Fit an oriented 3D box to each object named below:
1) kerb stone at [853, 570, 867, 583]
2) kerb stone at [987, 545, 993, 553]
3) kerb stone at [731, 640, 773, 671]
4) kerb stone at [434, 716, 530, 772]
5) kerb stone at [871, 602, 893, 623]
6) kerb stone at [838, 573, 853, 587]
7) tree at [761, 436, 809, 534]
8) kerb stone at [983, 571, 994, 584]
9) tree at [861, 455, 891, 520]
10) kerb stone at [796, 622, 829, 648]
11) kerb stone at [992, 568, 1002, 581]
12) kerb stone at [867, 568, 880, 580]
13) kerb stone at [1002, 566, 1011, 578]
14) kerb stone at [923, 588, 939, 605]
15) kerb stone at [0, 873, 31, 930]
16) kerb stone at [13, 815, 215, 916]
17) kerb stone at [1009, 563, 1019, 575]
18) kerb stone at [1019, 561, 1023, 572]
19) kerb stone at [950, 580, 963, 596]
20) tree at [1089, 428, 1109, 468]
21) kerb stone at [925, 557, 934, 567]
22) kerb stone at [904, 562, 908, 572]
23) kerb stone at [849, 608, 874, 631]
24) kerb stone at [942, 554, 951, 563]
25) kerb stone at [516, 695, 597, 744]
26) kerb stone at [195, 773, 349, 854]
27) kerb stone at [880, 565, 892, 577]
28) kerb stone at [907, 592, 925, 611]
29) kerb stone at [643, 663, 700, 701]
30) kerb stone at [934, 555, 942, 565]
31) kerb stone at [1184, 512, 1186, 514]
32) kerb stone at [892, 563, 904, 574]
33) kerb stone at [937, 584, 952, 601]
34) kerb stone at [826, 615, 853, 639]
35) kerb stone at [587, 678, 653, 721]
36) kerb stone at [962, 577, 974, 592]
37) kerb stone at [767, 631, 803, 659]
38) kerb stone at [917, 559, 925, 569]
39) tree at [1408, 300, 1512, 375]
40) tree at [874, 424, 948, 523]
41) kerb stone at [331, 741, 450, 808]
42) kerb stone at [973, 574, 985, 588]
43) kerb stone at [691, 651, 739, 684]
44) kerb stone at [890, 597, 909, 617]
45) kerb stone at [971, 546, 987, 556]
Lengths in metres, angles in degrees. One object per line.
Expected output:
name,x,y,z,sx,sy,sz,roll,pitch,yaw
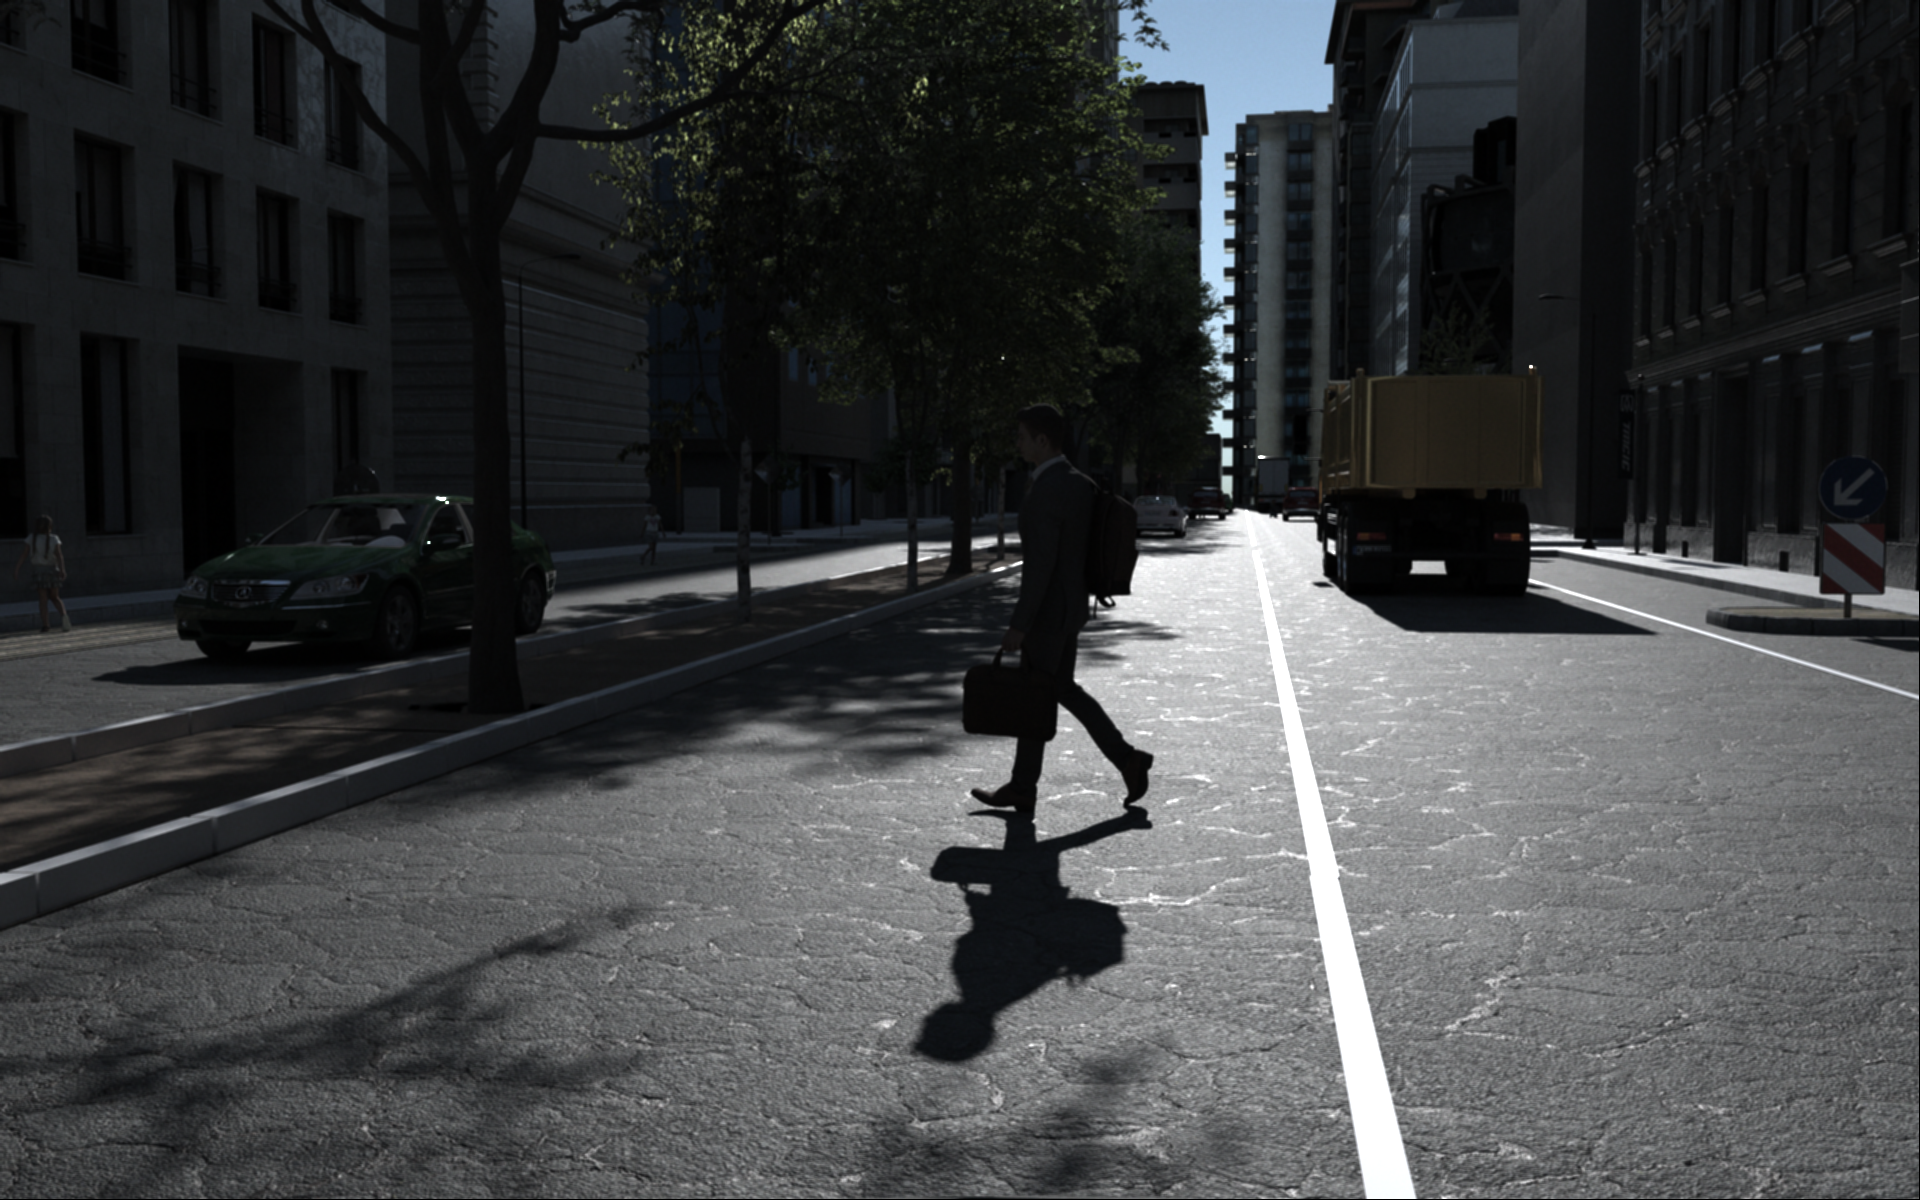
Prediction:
kerb stone,-1.712,-0.352,27.954,0.120,0.150,1.000,1,4,9
kerb stone,0.616,-1.216,42.127,0.120,0.150,1.000,1,4,9
kerb stone,-1.776,0.473,14.470,0.120,0.150,1.000,1,4,9
kerb stone,-2.611,0.782,9.410,0.120,0.150,1.000,1,4,9
kerb stone,-0.948,0.162,19.542,0.120,0.150,1.000,1,4,9
kerb stone,-1.872,-0.290,26.931,0.120,0.150,1.000,1,4,9
tree,-5.920,-3.719,55.412,1.663,3.219,1.824,0,3,0
kerb stone,0.370,-0.333,27.634,0.120,0.150,1.000,1,4,9
tree,-4.211,-5.603,86.202,1.663,3.219,1.824,0,3,0
kerb stone,-1.446,0.349,16.489,0.120,0.150,1.000,1,4,9
kerb stone,0.530,-0.394,28.643,0.120,0.150,1.000,1,4,9
kerb stone,-1.549,-0.410,28.963,0.120,0.150,1.000,1,4,9
kerb stone,0.703,-0.456,29.650,0.120,0.150,1.000,1,4,9
kerb stone,-0.457,-0.023,22.576,0.120,0.150,1.000,1,4,9
kerb stone,-3.263,1.029,5.371,0.120,0.150,1.000,1,4,9
kerb stone,-3.102,0.968,6.381,0.120,0.150,1.000,1,4,9
kerb stone,0.875,-0.518,30.667,0.120,0.150,1.000,1,4,9
kerb stone,1.030,-0.580,31.686,0.120,0.150,1.000,1,4,9
kerb stone,-0.128,-0.145,24.600,0.120,0.150,1.000,1,4,9
tree,13.729,-13.973,178.819,4.737,8.622,4.395,0,3,0
kerb stone,-0.711,-0.723,34.018,0.120,0.150,1.000,1,4,9
kerb stone,-1.039,-0.599,32.000,0.120,0.150,1.000,1,4,9
kerb stone,-1.110,0.225,18.524,0.120,0.150,1.000,1,4,9
kerb stone,-0.377,-0.843,36.046,0.120,0.150,1.000,1,4,9
kerb stone,-2.446,0.720,10.431,0.120,0.150,1.000,1,4,9
kerb stone,-2.929,0.906,7.388,0.120,0.150,1.000,1,4,9
kerb stone,-1.372,-0.476,29.975,0.120,0.150,1.000,1,4,9
kerb stone,-0.622,0.038,21.568,0.120,0.150,1.000,1,4,9
kerb stone,-2.102,0.596,12.452,0.120,0.150,1.000,1,4,9
kerb stone,-0.553,-0.785,35.028,0.120,0.150,1.000,1,4,9
kerb stone,15.989,-6.182,123.276,0.120,0.150,1.000,1,4,9
kerb stone,-1.212,-0.534,30.985,0.120,0.150,1.000,1,4,9
kerb stone,-0.285,-0.085,23.584,0.120,0.150,1.000,1,4,9
kerb stone,-1.282,0.288,17.517,0.120,0.150,1.000,1,4,9
kerb stone,-2.270,0.658,11.443,0.120,0.150,1.000,1,4,9
kerb stone,0.040,-0.207,25.609,0.120,0.150,1.000,1,4,9
kerb stone,-1.614,0.411,15.479,0.120,0.150,1.000,1,4,9
kerb stone,-0.872,-0.658,33.008,0.120,0.150,1.000,1,4,9
tree,19.360,-7.126,66.879,4.737,8.622,4.395,0,3,0
tree,-2.230,-5.773,78.109,4.285,4.588,4.351,0,3,0
kerb stone,-2.768,0.844,8.397,0.120,0.150,1.000,1,4,9
kerb stone,0.208,-0.271,26.625,0.120,0.150,1.000,1,4,9
kerb stone,-1.944,0.534,13.461,0.120,0.150,1.000,1,4,9
kerb stone,-0.789,0.100,20.558,0.120,0.150,1.000,1,4,9
kerb stone,0.447,-1.157,41.112,0.120,0.150,1.000,1,4,9
